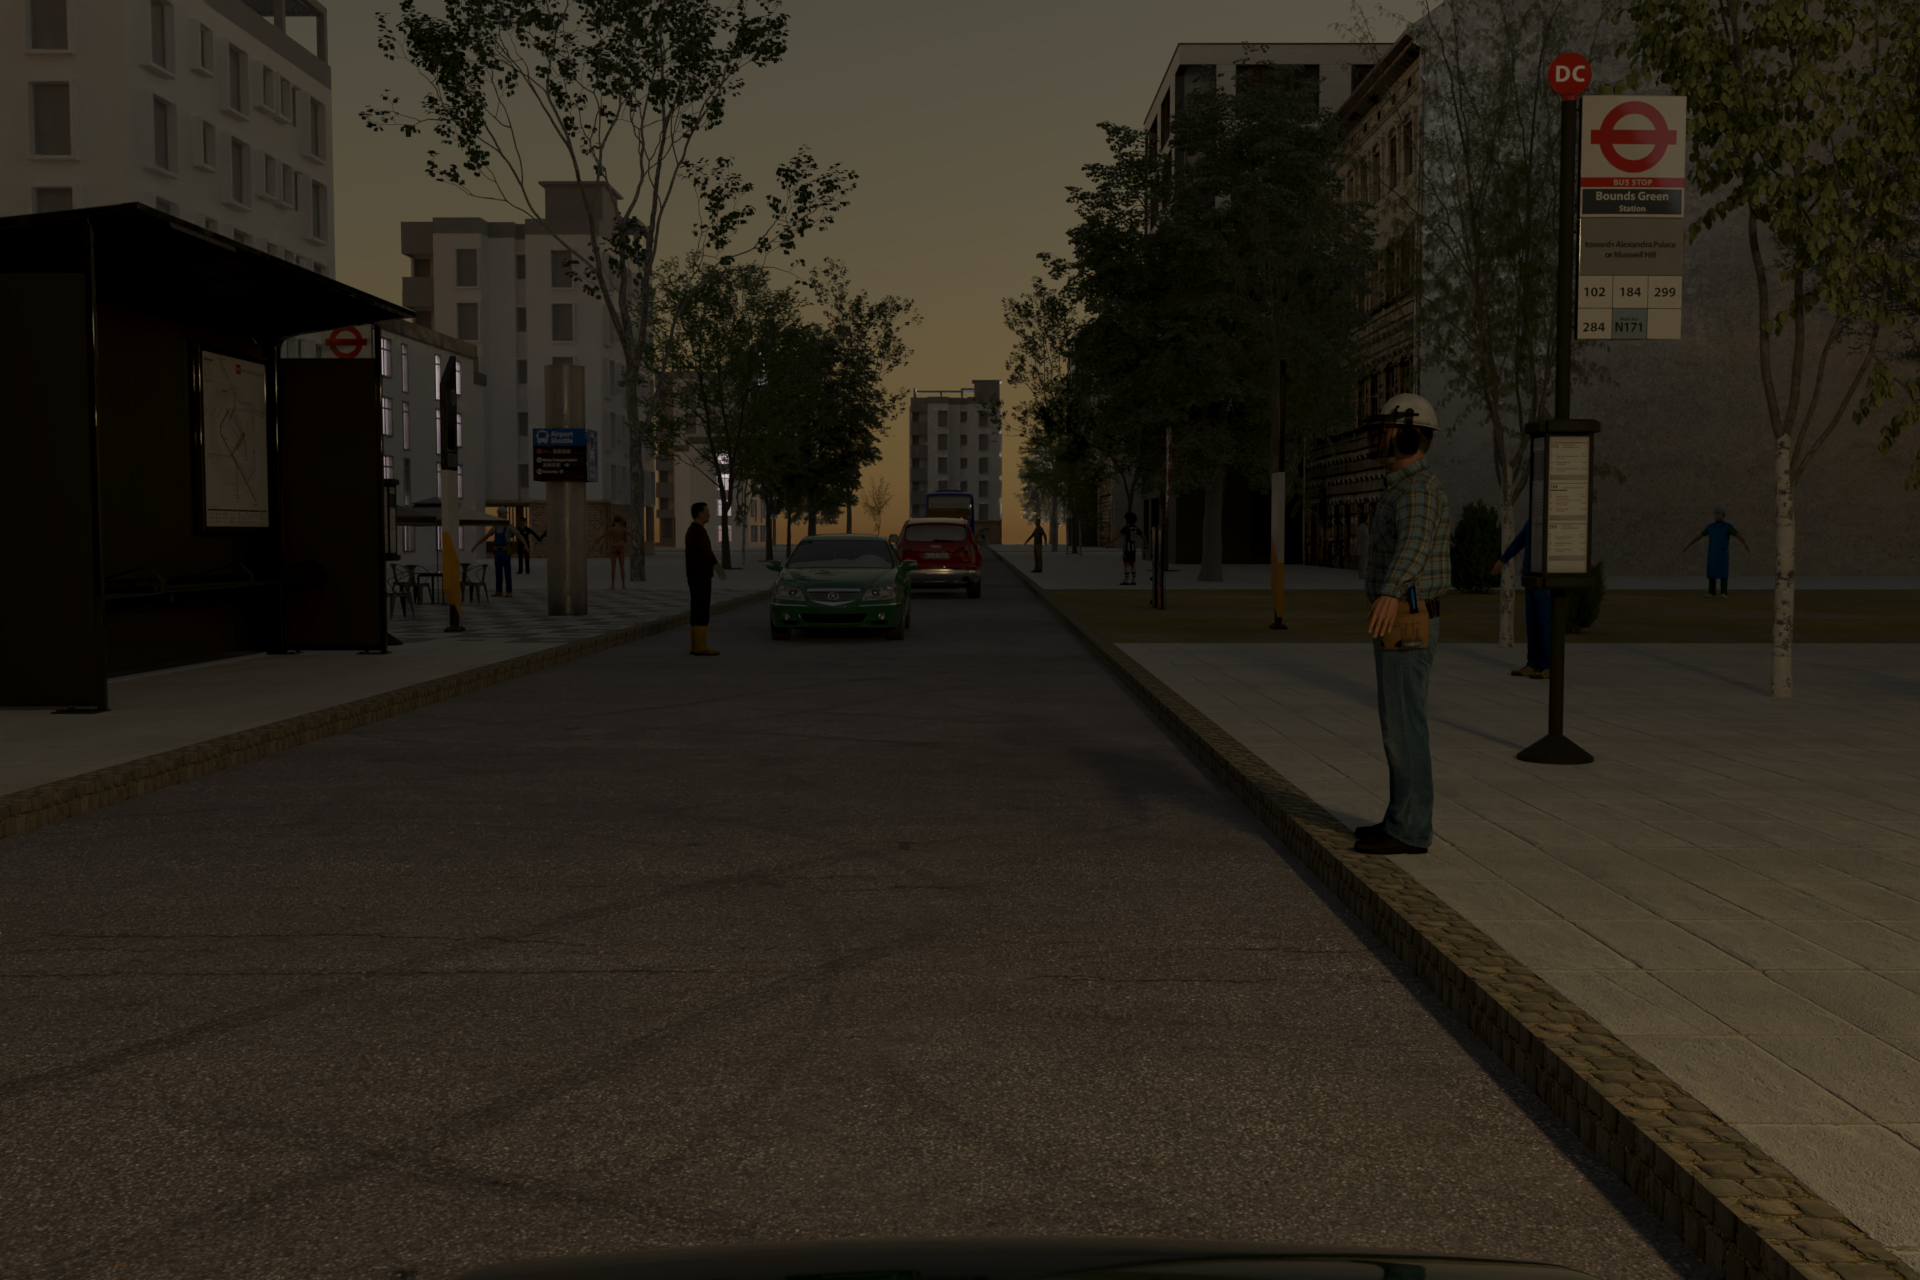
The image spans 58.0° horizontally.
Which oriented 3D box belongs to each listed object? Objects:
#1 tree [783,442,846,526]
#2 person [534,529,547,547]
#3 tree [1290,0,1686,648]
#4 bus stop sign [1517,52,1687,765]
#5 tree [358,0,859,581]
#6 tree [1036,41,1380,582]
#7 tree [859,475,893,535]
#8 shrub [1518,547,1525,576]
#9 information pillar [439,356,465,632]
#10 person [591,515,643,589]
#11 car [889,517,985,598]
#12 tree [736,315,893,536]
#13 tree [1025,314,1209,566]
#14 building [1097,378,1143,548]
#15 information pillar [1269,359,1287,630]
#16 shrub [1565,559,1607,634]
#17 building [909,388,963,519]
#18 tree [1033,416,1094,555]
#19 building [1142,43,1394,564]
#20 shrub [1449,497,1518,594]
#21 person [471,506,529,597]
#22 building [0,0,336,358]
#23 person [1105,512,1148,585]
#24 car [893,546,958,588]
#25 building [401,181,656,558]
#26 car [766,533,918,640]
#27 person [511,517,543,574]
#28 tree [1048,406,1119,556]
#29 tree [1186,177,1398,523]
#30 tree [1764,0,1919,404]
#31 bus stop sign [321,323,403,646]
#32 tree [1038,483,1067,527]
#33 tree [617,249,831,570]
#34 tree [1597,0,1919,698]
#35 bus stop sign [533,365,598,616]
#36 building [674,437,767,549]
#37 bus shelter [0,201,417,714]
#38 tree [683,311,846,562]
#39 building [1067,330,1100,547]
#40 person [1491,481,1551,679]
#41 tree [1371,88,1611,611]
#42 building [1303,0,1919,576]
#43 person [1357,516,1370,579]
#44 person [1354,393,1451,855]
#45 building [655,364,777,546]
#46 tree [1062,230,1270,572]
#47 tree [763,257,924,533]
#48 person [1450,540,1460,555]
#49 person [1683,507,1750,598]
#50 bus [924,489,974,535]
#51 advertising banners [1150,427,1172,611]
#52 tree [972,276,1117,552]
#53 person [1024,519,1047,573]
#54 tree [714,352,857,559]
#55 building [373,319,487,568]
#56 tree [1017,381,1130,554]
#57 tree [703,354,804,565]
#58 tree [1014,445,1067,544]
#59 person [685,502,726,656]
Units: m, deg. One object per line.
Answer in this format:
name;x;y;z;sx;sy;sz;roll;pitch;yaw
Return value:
tree;-17.954;-18.654;211.651;9.857;13.997;8.962;0;3;0
person;-12.255;-2.854;52.630;1.349;1.833;0.705;-1;4;-11
tree;6.380;-4.230;19.516;4.360;8.622;3.978;0;3;0
bus stop sign;3.597;-1.285;9.707;0.855;3.939;0.416;0;4;1
tree;-8.877;-11.578;45.181;12.611;20.169;13.585;0;3;0
tree;6.839;-8.572;46.805;9.857;13.997;8.962;0;3;0
tree;-9.675;-15.978;211.598;4.360;8.622;3.978;0;3;0
shrub;13.132;-2.065;38.181;1.690;2.028;1.600;0;3;0
information pillar;-6.653;-1.912;22.609;0.183;3.616;0.504;0;4;0
person;-8.031;-2.066;40.584;1.217;1.733;0.721;-1;4;-17
car;-0.542;-1.934;40.294;2.281;1.827;5.304;0;4;0
tree;-8.836;-11.949;102.023;9.857;13.997;8.962;0;3;0
tree;6.598;-8.216;68.744;8.767;10.594;7.601;1;4;12
building;23.049;-20.367;163.921;19.493;23.208;18.063;0;4;1
information pillar;4.305;-1.961;23.415;0.183;3.616;0.504;0;4;-1
shrub;7.883;-0.693;22.446;1.383;1.207;1.383;0;3;0
building;-5.999;-21.891;216.792;11.380;20.090;16.016;0;4;3
tree;6.564;-9.540;106.335;4.737;8.622;4.395;0;3;0
building;23.062;-14.969;88.719;27.936;21.610;32.646;0;4;0
shrub;11.097;-2.026;37.174;1.661;2.075;1.752;0;3;0
person;-9.333;-1.801;35.302;1.347;1.847;0.705;1;4;19
building;-27.491;-11.787;49.137;16.016;20.090;11.380;0;4;1
person;4.235;-2.279;43.404;1.345;1.843;0.704;-2;4;-34
car;-0.918;-2.326;47.075;2.155;1.783;4.494;0;3;0
building;-23.886;-14.546;94.244;16.016;20.090;11.380;0;3;0
car;-1.655;-0.803;24.931;2.131;1.459;4.920;0;3;0
person;-14.022;-3.038;55.598;1.347;1.837;0.705;0;4;3
tree;6.933;-9.085;98.907;4.737;8.622;4.395;0;3;0
tree;6.517;-5.279;36.668;4.360;8.622;3.978;0;3;0
tree;19.470;-7.293;29.609;12.009;13.543;11.850;0;3;0
bus stop sign;-6.884;-1.909;19.920;0.855;3.939;0.416;0;4;0
tree;12.124;-15.929;210.798;4.360;8.622;3.978;0;3;0
tree;-8.514;-8.384;62.827;9.928;11.665;9.643;0;3;0
tree;6.508;-3.839;13.133;4.737;8.622;4.395;0;3;0
bus stop sign;-6.200;-2.340;27.270;0.837;3.901;0.837;0;4;0
building;-22.474;-13.521;163.213;9.099;9.664;28.070;0;4;1
bus shelter;-6.643;-1.475;15.397;1.731;3.624;6.357;0;4;0
tree;-8.897;-9.435;80.023;9.928;11.665;9.643;0;3;0
building;25.523;-21.168;190.078;27.936;21.610;32.646;0;4;0
person;5.166;-0.586;15.461;0.705;1.842;1.347;-1;4;-10
tree;9.253;-4.801;28.856;4.360;8.622;3.978;0;3;0
building;23.198;-14.072;61.014;19.493;23.208;18.063;0;4;1
person;11.484;-2.627;49.139;0.705;1.806;1.347;0;4;-4
person;1.779;-0.075;7.060;0.704;1.849;1.345;1;4;13
building;-25.526;-19.795;180.059;16.016;20.090;11.380;0;4;1
tree;7.049;-8.150;59.004;9.928;11.665;9.643;0;3;0
tree;-9.009;-16.235;121.334;12.611;20.169;13.585;0;3;0
person;8.823;-1.655;32.822;0.705;1.858;1.354;-3;5;-42
person;15.228;-1.754;34.805;0.704;1.817;1.347;-3;5;-42
bus;-0.597;-6.314;94.785;2.896;3.916;12.251;0;4;-1
advertising banners;3.418;-2.034;29.437;0.090;3.025;2.074;0;4;-2
tree;7.260;-16.504;125.736;12.611;20.169;13.585;0;3;0
person;2.579;-3.152;57.810;0.705;1.796;1.348;-2;4;-29
tree;-9.022;-9.484;89.469;8.767;10.594;7.601;1;4;13
building;-26.044;-8.272;77.401;9.099;9.664;28.070;0;4;1
tree;7.579;-11.453;113.013;9.928;11.665;9.643;0;3;0
tree;-8.805;-7.436;71.949;4.737;8.622;4.395;0;3;0
tree;11.599;-19.053;218.167;9.857;13.997;8.962;0;3;0
person;-3.050;-0.730;20.531;0.704;1.812;1.346;-1;4;-22
